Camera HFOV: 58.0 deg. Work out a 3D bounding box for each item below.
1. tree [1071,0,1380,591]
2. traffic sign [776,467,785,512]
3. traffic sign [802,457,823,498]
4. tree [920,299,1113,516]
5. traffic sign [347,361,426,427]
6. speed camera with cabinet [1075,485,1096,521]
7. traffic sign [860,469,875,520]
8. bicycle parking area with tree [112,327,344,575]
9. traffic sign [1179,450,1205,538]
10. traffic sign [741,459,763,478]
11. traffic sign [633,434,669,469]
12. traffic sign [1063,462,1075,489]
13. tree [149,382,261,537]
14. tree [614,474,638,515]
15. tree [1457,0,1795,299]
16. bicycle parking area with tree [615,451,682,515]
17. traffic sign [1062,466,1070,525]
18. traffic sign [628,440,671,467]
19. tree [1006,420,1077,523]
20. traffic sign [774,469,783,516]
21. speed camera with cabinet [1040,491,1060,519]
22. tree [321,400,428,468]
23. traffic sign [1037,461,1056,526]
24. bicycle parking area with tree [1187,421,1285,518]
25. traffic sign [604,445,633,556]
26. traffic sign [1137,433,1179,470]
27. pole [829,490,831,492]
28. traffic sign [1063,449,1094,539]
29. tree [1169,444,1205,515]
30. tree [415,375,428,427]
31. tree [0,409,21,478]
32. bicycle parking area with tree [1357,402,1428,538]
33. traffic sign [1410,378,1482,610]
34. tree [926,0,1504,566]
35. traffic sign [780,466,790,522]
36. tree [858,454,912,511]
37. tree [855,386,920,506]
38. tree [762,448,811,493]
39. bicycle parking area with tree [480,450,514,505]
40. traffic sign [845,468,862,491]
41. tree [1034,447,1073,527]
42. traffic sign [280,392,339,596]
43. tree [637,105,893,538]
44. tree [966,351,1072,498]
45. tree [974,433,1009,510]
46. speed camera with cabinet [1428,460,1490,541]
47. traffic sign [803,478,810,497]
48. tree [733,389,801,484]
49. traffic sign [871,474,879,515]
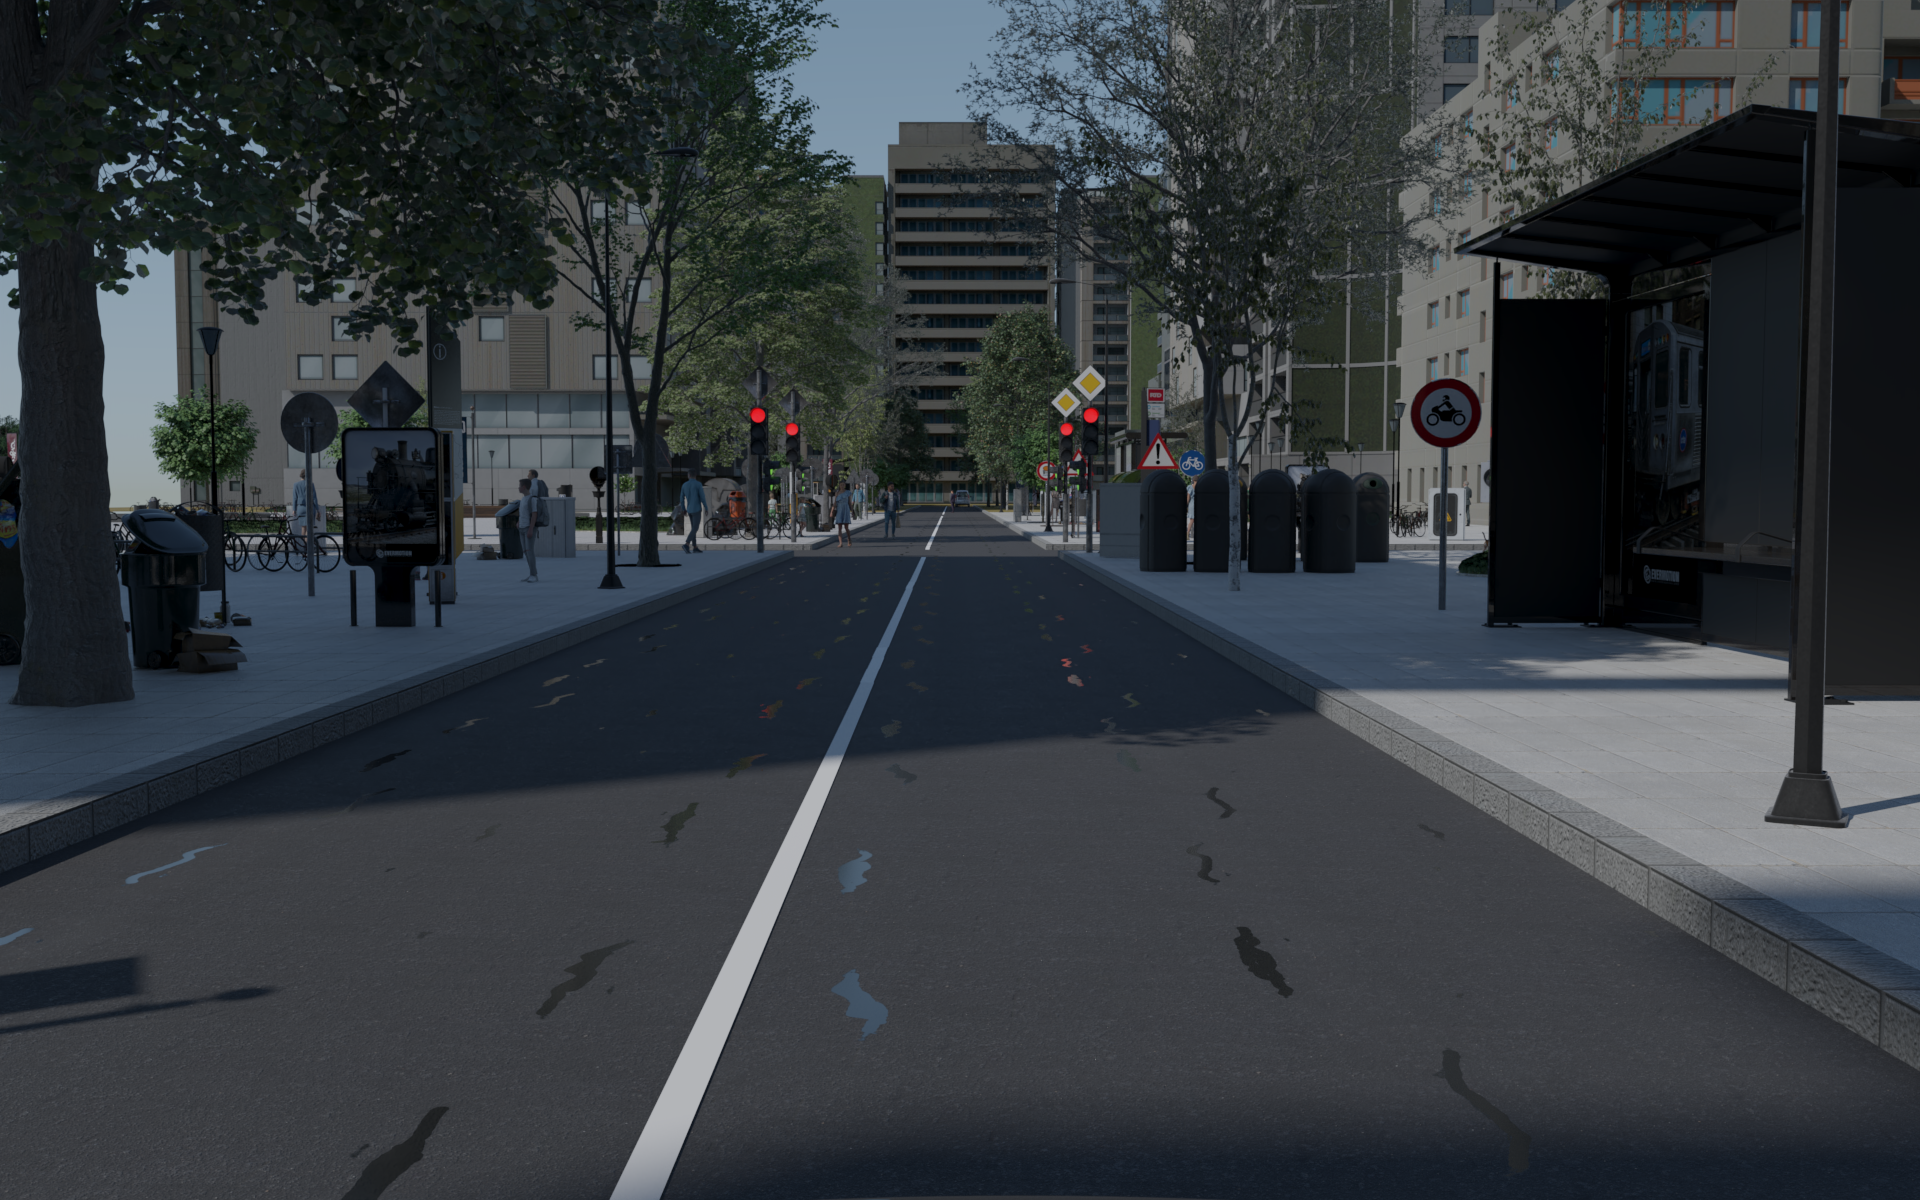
[{"bbox_3d":[3.573,-4.413,22.512,4.360,8.622,3.978,0,3,0],"label":"tree"},{"bbox_3d":[-8.421,-5.062,82.867,0.768,2.556,0.104,0,4,7],"label":"traffic sign"},{"bbox_3d":[-5.131,-3.669,60.102,0.768,2.556,0.104,0,4,3],"label":"traffic sign"},{"bbox_3d":[3.875,-11.326,102.180,9.611,12.733,9.660,0,3,0],"label":"tree"},{"bbox_3d":[-5.679,-1.065,17.146,0.795,2.593,0.064,0,4,5],"label":"traffic sign"},{"bbox_3d":[6.071,-5.424,83.019,2.038,3.252,0.660,-2,4,-33],"label":"speed camera with cabinet"},{"bbox_3d":[-4.677,-5.321,87.109,0.768,2.556,0.104,1,4,9],"label":"traffic sign"},{"bbox_3d":[-13.985,-2.481,27.564,9.016,4.147,8.231,2,4,35],"label":"bicycle parking area with tree"},{"bbox_3d":[6.735,-3.065,50.212,0.768,2.556,0.104,1,4,8],"label":"traffic sign"},{"bbox_3d":[-7.238,-3.681,60.287,0.768,2.556,0.104,0,4,7],"label":"traffic sign"},{"bbox_3d":[-6.448,-2.205,36.153,0.768,2.556,0.104,0,4,5],"label":"traffic sign"},{"bbox_3d":[3.984,-3.704,60.668,0.768,2.556,0.104,0,4,5],"label":"traffic sign"},{"bbox_3d":[-22.318,-4.124,51.142,4.285,4.588,4.351,0,3,0],"label":"tree"},{"bbox_3d":[-20.506,-6.771,105.304,1.663,3.219,1.824,0,3,0],"label":"tree"},{"bbox_3d":[8.664,-4.454,23.187,4.360,8.622,3.978,0,3,0],"label":"tree"},{"bbox_3d":[-18.065,-7.605,111.345,9.016,4.147,8.231,0,4,-2],"label":"bicycle parking area with tree"},{"bbox_3d":[4.478,-4.355,71.303,0.768,2.556,0.104,1,4,9],"label":"traffic sign"},{"bbox_3d":[-6.177,-2.106,34.442,0.884,2.594,0.081,1,4,8],"label":"traffic sign"},{"bbox_3d":[3.641,-5.709,77.056,4.285,4.588,4.351,0,3,0],"label":"tree"},{"bbox_3d":[-8.637,-5.134,84.053,0.768,2.556,0.104,0,4,3],"label":"traffic sign"},{"bbox_3d":[4.723,-5.813,89.375,0.660,3.252,2.038,-1,4,-15],"label":"speed camera with cabinet"},{"bbox_3d":[-17.297,-4.164,51.802,4.285,4.588,4.351,0,3,0],"label":"tree"},{"bbox_3d":[3.327,-4.059,66.465,0.768,2.556,0.104,0,4,7],"label":"traffic sign"},{"bbox_3d":[14.323,-4.924,67.517,8.231,4.147,9.016,3,4,37],"label":"bicycle parking area with tree"},{"bbox_3d":[-7.096,-2.070,35.981,0.606,2.300,0.079,0,4,5],"label":"traffic sign"},{"bbox_3d":[4.218,-2.258,36.920,0.884,2.594,0.081,0,4,7],"label":"traffic sign"},{"bbox_3d":[-7.665,-6.647,102.529,0.158,3.312,0.155,0,3,0],"label":"pole"},{"bbox_3d":[3.414,-3.053,49.928,0.884,2.594,0.081,0,4,2],"label":"traffic sign"},{"bbox_3d":[14.116,-7.523,106.716,4.285,4.588,4.351,0,3,0],"label":"tree"},{"bbox_3d":[-32.646,-9.579,106.978,4.737,8.622,4.395,0,3,0],"label":"tree"},{"bbox_3d":[-60.386,-8.625,103.918,11.467,7.101,20.602,-1,4,-16],"label":"tree"},{"bbox_3d":[16.121,-4.048,53.187,8.231,4.147,9.016,3,5,44],"label":"bicycle parking area with tree"},{"bbox_3d":[5.342,-1.162,19.113,0.768,2.556,0.104,0,4,8],"label":"traffic sign"},{"bbox_3d":[4.544,-7.370,30.865,12.009,13.543,11.850,0,3,0],"label":"tree"},{"bbox_3d":[-7.970,-4.880,79.784,0.884,2.594,0.081,0,4,1],"label":"traffic sign"},{"bbox_3d":[-6.486,-9.282,135.466,4.285,4.588,4.351,0,3,0],"label":"tree"},{"bbox_3d":[-6.491,-16.322,183.865,9.611,12.733,9.660,0,3,0],"label":"tree"},{"bbox_3d":[-11.372,-7.984,114.252,4.285,4.588,4.351,0,3,0],"label":"tree"},{"bbox_3d":[-33.247,-7.826,114.954,8.231,4.147,9.016,2,4,29],"label":"bicycle parking area with tree"},{"bbox_3d":[-5.291,-5.264,86.073,0.884,2.594,0.081,1,4,9],"label":"traffic sign"},{"bbox_3d":[3.574,-4.513,68.391,1.663,3.219,1.824,0,3,0],"label":"tree"},{"bbox_3d":[-8.145,-1.319,21.677,0.768,2.556,0.104,0,4,8],"label":"traffic sign"},{"bbox_3d":[-5.717,-8.121,50.898,7.486,12.596,7.792,0,3,0],"label":"tree"},{"bbox_3d":[3.977,-11.939,113.329,7.486,12.596,7.792,0,3,0],"label":"tree"},{"bbox_3d":[3.494,-11.370,136.263,4.360,8.622,3.978,0,3,0],"label":"tree"},{"bbox_3d":[13.960,-3.260,47.642,2.038,3.252,0.660,1,4,17],"label":"speed camera with cabinet"},{"bbox_3d":[-9.597,-6.419,107.085,0.606,2.300,0.079,0,4,7],"label":"traffic sign"},{"bbox_3d":[-11.657,-9.266,101.854,4.360,8.622,3.978,0,3,0],"label":"tree"},{"bbox_3d":[-5.333,-6.453,105.614,0.768,2.556,0.104,0,4,1],"label":"traffic sign"}]
